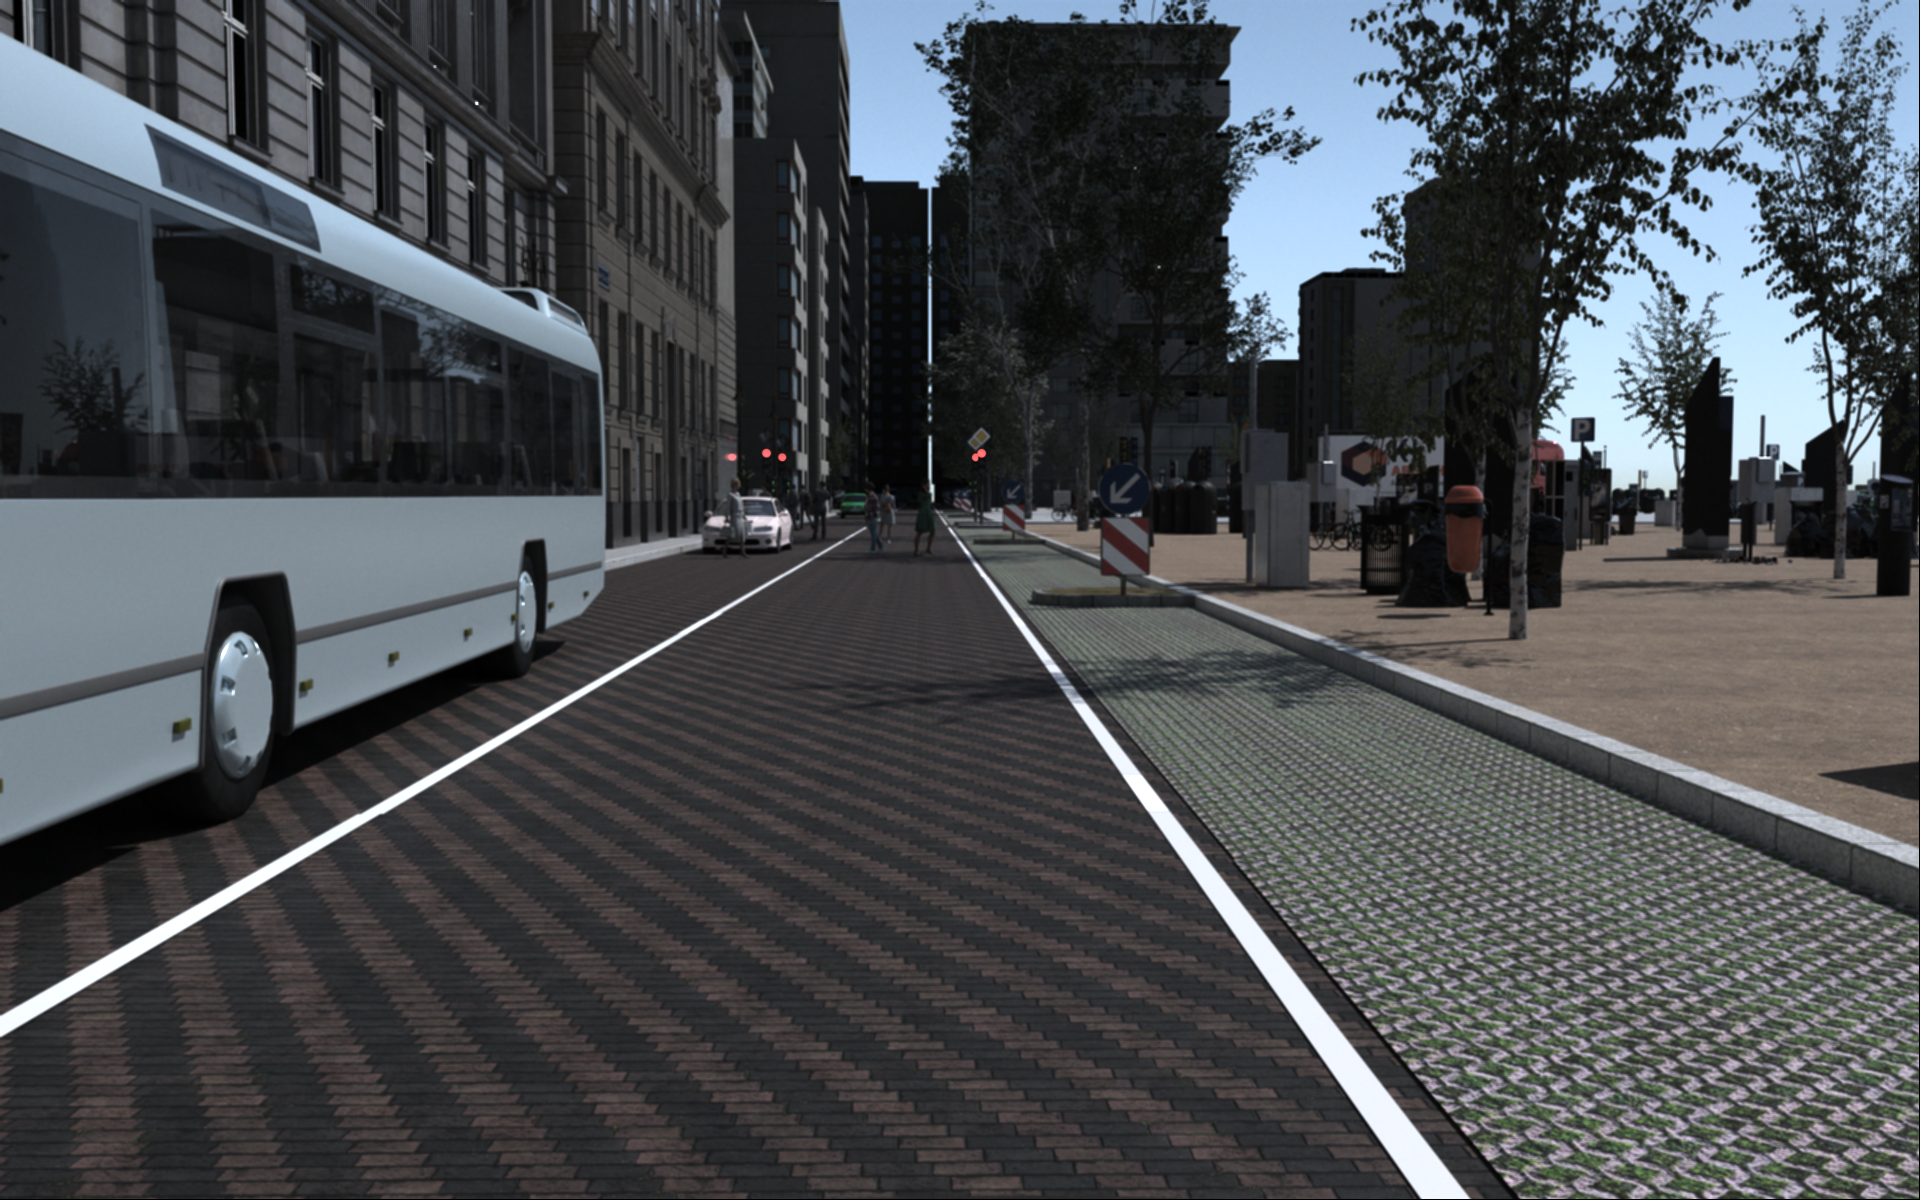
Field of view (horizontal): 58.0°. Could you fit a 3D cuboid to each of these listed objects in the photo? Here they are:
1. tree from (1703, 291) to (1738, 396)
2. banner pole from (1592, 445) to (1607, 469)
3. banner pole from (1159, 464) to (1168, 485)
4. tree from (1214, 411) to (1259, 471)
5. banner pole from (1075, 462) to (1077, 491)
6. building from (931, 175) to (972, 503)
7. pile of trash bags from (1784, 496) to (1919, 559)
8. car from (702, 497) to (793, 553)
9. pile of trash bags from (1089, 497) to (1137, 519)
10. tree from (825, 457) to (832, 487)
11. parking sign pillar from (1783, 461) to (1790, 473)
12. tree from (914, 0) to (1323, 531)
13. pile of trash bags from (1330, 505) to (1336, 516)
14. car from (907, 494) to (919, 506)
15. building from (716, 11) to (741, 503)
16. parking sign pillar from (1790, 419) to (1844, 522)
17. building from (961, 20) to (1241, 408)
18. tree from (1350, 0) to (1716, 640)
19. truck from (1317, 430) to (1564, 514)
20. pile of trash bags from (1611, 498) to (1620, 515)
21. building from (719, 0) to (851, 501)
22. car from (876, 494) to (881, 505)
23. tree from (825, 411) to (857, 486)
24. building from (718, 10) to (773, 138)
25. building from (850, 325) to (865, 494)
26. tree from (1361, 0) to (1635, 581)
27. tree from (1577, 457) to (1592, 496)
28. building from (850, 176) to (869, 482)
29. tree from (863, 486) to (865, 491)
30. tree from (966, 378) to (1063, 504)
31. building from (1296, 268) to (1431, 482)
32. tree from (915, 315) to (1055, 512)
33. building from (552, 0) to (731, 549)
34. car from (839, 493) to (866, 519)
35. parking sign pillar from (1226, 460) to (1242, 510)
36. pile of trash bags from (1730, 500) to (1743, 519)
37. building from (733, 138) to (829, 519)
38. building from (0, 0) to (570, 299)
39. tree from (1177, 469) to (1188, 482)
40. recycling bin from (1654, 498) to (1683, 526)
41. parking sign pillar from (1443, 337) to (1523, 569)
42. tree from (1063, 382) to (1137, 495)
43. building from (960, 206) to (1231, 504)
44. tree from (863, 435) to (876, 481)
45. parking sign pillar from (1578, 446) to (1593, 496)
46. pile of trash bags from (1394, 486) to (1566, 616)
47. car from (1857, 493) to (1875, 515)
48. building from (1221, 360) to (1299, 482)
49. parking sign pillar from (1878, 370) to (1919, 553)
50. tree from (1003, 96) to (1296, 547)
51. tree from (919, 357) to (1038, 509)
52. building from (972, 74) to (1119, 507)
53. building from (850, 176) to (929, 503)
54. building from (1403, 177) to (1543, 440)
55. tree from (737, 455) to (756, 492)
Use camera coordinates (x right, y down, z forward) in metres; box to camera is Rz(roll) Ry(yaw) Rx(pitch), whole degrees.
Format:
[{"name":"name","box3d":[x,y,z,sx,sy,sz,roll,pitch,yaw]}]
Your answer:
[{"name":"tree","box3d":[24.847,-6.696,59.847,4.737,8.622,4.395,0,3,0]},{"name":"banner pole","box3d":[32.962,-6.066,89.199,0.863,3.779,0.401,0,4,1]},{"name":"banner pole","box3d":[16.877,-9.359,143.036,0.863,3.779,0.401,1,4,15]},{"name":"tree","box3d":[24.659,-12.377,152.725,4.737,8.622,4.395,0,3,0]},{"name":"banner pole","box3d":[9.030,-8.797,133.854,0.401,3.779,0.863,1,4,21]},{"name":"building","box3d":[3.074,-36.428,245.712,14.200,45.320,14.600,0,4,-1]},{"name":"pile of trash bags","box3d":[18.702,-1.546,35.032,3.447,1.369,1.912,0,4,1]},{"name":"car","box3d":[-5.266,-1.893,43.307,2.083,1.381,4.827,0,4,1]},{"name":"pile of trash bags","box3d":[7.730,-4.904,89.927,3.447,1.369,1.912,1,4,12]},{"name":"tree","box3d":[-10.645,-8.430,121.550,4.285,4.588,4.351,0,3,0]},{"name":"parking sign pillar","box3d":[67.573,-9.322,140.893,1.447,3.967,1.447,3,4,39]},{"name":"tree","box3d":[5.170,-12.387,58.416,12.611,20.169,13.585,0,3,0]},{"name":"pile of trash bags","box3d":[19.525,-4.892,89.739,1.912,1.369,3.447,-3,4,-37]},{"name":"car","box3d":[-5.545,-12.466,212.609,1.959,1.807,4.718,0,3,0]},{"name":"building","box3d":[-18.005,-13.293,66.484,18.267,20.994,9.793,0,4,-1]},{"name":"parking sign pillar","box3d":[31.164,-4.535,62.620,1.447,3.967,1.447,0,4,2]},{"name":"building","box3d":[14.700,-36.924,192.939,28.713,52.752,27.495,0,4,-1]},{"name":"tree","box3d":[5.167,-3.963,15.162,4.360,8.622,3.978,0,3,0]},{"name":"truck","box3d":[21.830,-5.415,77.453,11.283,4.237,2.839,0,4,1]},{"name":"pile of trash bags","box3d":[38.941,-5.887,106.008,3.447,1.369,1.912,-2,4,-33]},{"name":"building","box3d":[-21.601,-33.127,165.332,21.300,48.544,21.600,0,4,-1]},{"name":"car","box3d":[-7.694,-9.365,161.919,1.959,1.807,4.718,0,4,-1]},{"name":"tree","box3d":[-10.926,-12.392,152.969,4.737,8.622,4.395,0,3,0]},{"name":"building","box3d":[-27.891,-27.124,135.357,32.217,40.220,23.993,0,4,-1]},{"name":"building","box3d":[-24.897,-21.178,191.297,27.650,21.520,28.899,0,4,-1]},{"name":"tree","box3d":[7.811,-4.605,25.652,4.737,8.622,4.395,0,3,0]},{"name":"tree","box3d":[32.395,-5.884,90.798,1.663,3.219,1.824,0,3,0]},{"name":"building","box3d":[-18.868,-33.052,224.000,14.086,41.232,14.154,0,4,-1]},{"name":"tree","box3d":[-12.381,-13.094,208.682,1.663,3.219,1.824,0,3,0]},{"name":"tree","box3d":[3.447,-9.777,110.213,4.360,8.622,3.978,0,3,0]},{"name":"building","box3d":[52.306,-27.769,225.725,14.107,30.474,14.160,0,4,-1]},{"name":"tree","box3d":[1.816,-13.201,122.498,9.857,13.997,8.962,0,3,0]},{"name":"building","box3d":[-13.935,-15.401,49.067,12.463,27.353,25.104,0,4,-1]},{"name":"car","box3d":[-6.211,-5.757,102.921,1.959,1.807,4.718,0,4,-3]},{"name":"parking sign pillar","box3d":[20.047,-8.396,125.743,1.447,3.967,1.447,1,4,22]},{"name":"pile of trash bags","box3d":[40.475,-4.831,88.734,1.912,1.369,3.447,-2,4,-33]},{"name":"building","box3d":[-22.142,-15.504,98.537,27.650,21.520,28.899,0,4,-1]},{"name":"building","box3d":[-14.180,-11.186,24.689,13.314,21.916,24.055,0,4,-1]},{"name":"tree","box3d":[17.590,-8.595,135.129,1.663,3.219,1.824,0,3,0]},{"name":"recycling bin","box3d":[28.217,-3.459,69.111,0.722,1.027,0.722,-3,5,-44]},{"name":"parking sign pillar","box3d":[9.140,-2.553,30.218,1.447,3.967,1.447,3,5,40]},{"name":"tree","box3d":[9.164,-9.835,111.160,4.360,8.622,3.978,0,3,0]},{"name":"building","box3d":[16.248,-32.243,219.055,32.217,40.220,23.993,0,4,-1]},{"name":"tree","box3d":[-12.513,-16.215,215.479,4.360,8.622,3.978,0,3,0]},{"name":"parking sign pillar","box3d":[34.919,-6.607,96.489,1.447,3.967,1.447,0,4,-6]},{"name":"pile of trash bags","box3d":[5.889,-0.611,19.742,1.912,1.369,3.447,1,4,21]},{"name":"car","box3d":[40.162,-4.280,78.767,4.718,1.807,1.959,0,4,-2]},{"name":"building","box3d":[52.123,-25.037,254.400,28.899,21.520,27.650,0,4,-1]},{"name":"parking sign pillar","box3d":[20.872,-3.058,38.464,1.447,3.967,1.447,1,4,11]},{"name":"tree","box3d":[4.307,-6.564,41.732,7.601,10.594,8.767,-3,4,-36]},{"name":"tree","box3d":[1.603,-14.691,150.563,12.009,13.543,11.850,0,3,0]},{"name":"building","box3d":[8.156,-29.896,172.400,14.154,41.232,14.086,0,4,-1]},{"name":"building","box3d":[-11.608,-36.482,246.597,14.200,45.320,14.600,0,4,-1]},{"name":"building","box3d":[66.441,-33.175,225.998,14.086,41.232,14.154,0,4,-1]},{"name":"tree","box3d":[-9.785,-4.831,73.588,1.663,3.219,1.824,0,3,0]}]
